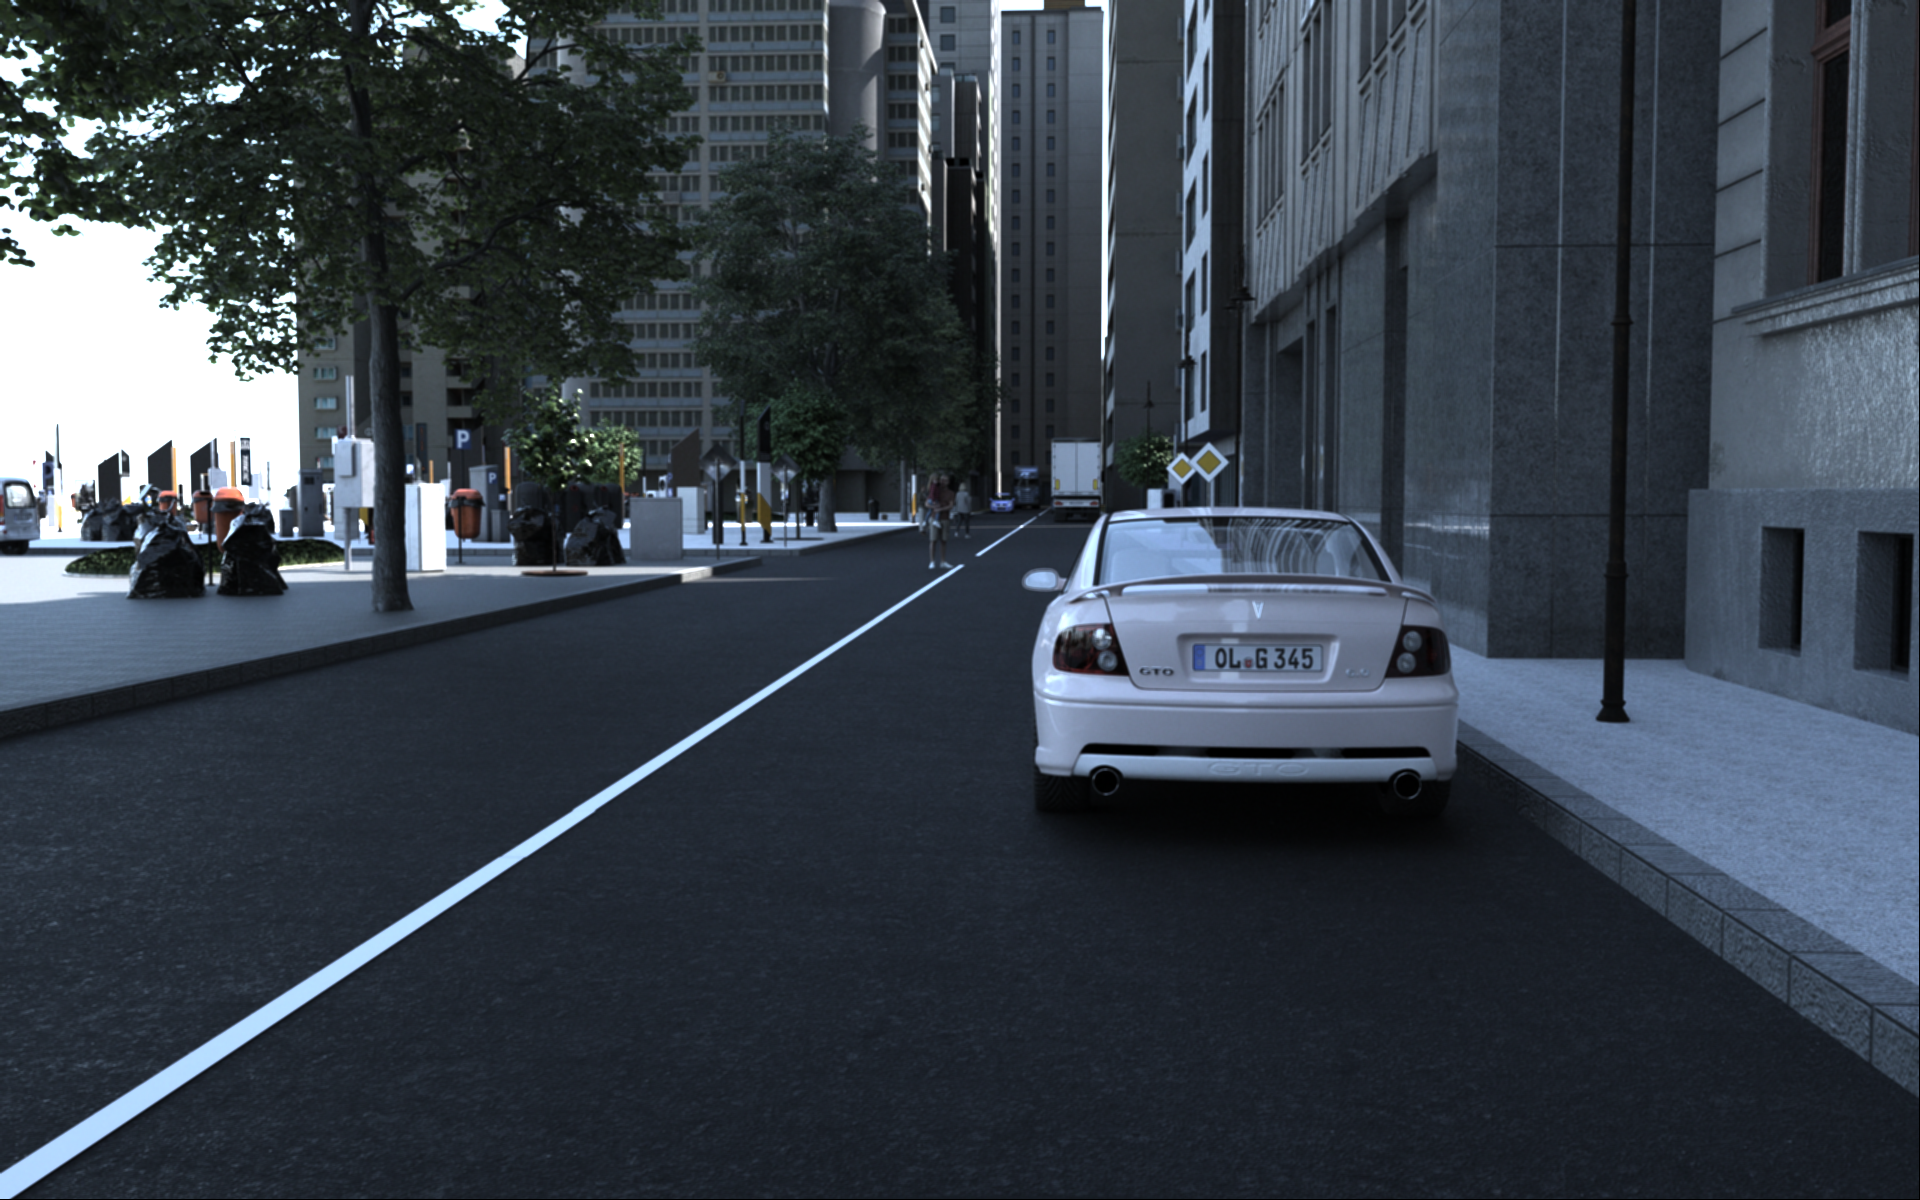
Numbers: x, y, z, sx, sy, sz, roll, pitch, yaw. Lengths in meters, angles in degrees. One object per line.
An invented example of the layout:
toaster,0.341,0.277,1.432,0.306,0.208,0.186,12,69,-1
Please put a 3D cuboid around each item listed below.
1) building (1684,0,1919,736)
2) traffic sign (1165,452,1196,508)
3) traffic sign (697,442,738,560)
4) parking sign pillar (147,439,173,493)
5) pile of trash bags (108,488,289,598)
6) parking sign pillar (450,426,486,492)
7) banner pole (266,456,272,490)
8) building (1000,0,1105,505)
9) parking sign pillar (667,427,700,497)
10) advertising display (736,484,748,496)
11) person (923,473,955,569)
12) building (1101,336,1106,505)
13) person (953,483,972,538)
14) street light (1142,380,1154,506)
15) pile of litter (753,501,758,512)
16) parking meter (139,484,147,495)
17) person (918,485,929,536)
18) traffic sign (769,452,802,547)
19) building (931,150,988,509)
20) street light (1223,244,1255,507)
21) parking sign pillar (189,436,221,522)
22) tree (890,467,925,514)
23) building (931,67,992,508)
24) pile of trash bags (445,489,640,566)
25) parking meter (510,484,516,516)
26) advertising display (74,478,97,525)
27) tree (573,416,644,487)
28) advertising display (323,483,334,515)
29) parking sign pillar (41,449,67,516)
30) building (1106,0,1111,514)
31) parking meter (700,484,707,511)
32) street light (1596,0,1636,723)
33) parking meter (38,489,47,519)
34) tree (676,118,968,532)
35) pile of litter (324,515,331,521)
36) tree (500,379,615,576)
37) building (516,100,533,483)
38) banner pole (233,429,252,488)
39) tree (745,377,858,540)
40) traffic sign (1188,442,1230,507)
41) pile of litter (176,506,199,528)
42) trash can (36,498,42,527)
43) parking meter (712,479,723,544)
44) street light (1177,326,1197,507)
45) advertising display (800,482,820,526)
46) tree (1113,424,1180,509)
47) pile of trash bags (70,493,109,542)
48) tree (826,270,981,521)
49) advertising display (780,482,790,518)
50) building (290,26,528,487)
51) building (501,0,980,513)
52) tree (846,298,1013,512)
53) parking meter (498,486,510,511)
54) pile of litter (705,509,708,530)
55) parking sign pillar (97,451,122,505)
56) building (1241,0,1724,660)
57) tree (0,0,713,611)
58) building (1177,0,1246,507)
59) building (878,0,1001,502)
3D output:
building,10.790,-13.024,0.334,14.401,28.519,23.554,0,4,4
traffic sign,5.264,-2.291,41.093,0.795,2.450,0.064,0,4,4
traffic sign,-4.724,-1.842,33.754,0.795,2.450,0.064,0,4,4
parking sign pillar,-38.885,-5.868,84.407,1.447,3.967,1.447,0,4,5
pile of trash bags,-9.902,-0.811,23.016,1.912,1.369,3.447,-1,4,-16
parking sign pillar,-19.462,-4.898,68.560,1.447,3.967,1.447,0,4,5
banner pole,-45.135,-7.536,113.225,0.401,3.779,0.863,0,4,3
building,3.054,-40.838,209.700,28.212,58.520,21.231,0,4,4
parking sign pillar,-11.098,-4.957,69.520,1.447,3.967,1.447,-3,5,-43
advertising display,-13.350,-6.169,106.080,0.974,1.923,0.123,3,5,44
person,-0.423,-1.526,33.429,0.573,1.828,0.580,2,4,33
building,32.079,-22.448,212.057,28.899,21.520,27.650,0,4,4
person,0.028,-2.898,56.070,0.709,1.800,0.728,2,4,35
street light,7.649,-5.969,70.376,0.468,5.910,1.993,0,4,4
pile of litter,-13.957,-6.223,115.705,1.719,0.858,1.176,1,4,10
parking meter,-45.359,-5.532,96.154,0.255,1.863,0.399,1,4,18
person,-1.248,-3.106,59.825,0.362,1.759,0.519,1,4,21
traffic sign,-4.210,-2.329,41.723,0.795,2.450,0.064,0,4,4
building,-4.983,-23.058,148.703,14.160,30.474,14.107,0,4,4
street light,5.173,-3.638,32.261,0.468,5.910,1.993,0,4,4
parking sign pillar,-35.344,-5.668,81.138,1.447,3.967,1.447,0,4,0
tree,-3.201,-9.823,110.970,4.360,8.622,3.978,0,3,0
building,-4.368,-29.297,162.597,14.154,41.232,14.086,0,4,4
pile of trash bags,-7.819,-1.351,31.844,3.447,1.369,1.912,1,4,15
parking meter,-26.109,-5.843,101.237,0.255,1.863,0.399,-3,4,-37
advertising display,-36.267,-4.075,71.834,0.974,1.923,0.123,1,4,14
tree,-14.848,-5.468,73.115,4.285,4.588,4.351,0,3,0
advertising display,-37.535,-5.985,103.068,0.123,1.923,0.974,2,4,33
parking sign pillar,-54.369,-7.052,103.765,1.447,3.967,1.447,1,4,22
building,19.460,-29.161,100.490,21.300,48.544,21.600,0,4,4
parking meter,-15.074,-5.876,101.784,0.255,1.863,0.399,2,4,32
street light,3.693,-2.253,9.620,0.468,5.910,1.993,0,4,4
parking meter,-47.283,-4.942,89.209,0.372,1.533,0.369,0,3,0
tree,-4.573,-9.244,57.799,9.857,13.997,8.962,0,3,0
pile of litter,-30.043,-4.146,81.755,1.176,0.858,1.719,-1,4,-18
tree,-6.297,-2.006,27.397,1.663,3.219,1.824,0,3,0
building,-31.187,-32.317,183.008,28.867,44.769,22.147,0,4,4
banner pole,-27.580,-4.679,66.525,0.401,3.779,0.863,3,5,41
tree,-4.489,-3.976,48.716,4.285,4.588,4.351,0,3,0
traffic sign,4.749,-1.803,33.125,0.795,2.450,0.064,0,4,4
pile of litter,-29.290,-3.135,65.225,1.719,0.858,1.176,2,4,31
trash can,-34.713,-3.248,64.756,0.748,1.137,0.748,0,3,0
parking meter,-6.209,-2.364,44.370,0.255,1.863,0.399,-1,4,-12
street light,6.243,-4.587,47.789,0.468,5.910,1.993,0,4,4
advertising display,-5.969,-3.890,68.815,0.123,1.923,0.974,3,5,43
tree,8.807,-5.953,81.039,4.285,4.588,4.351,0,3,0
pile of trash bags,-22.394,-2.339,47.991,1.912,1.369,3.447,3,5,44
tree,-3.049,-10.058,82.582,7.486,12.596,7.792,0,3,0
advertising display,-9.463,-5.419,93.822,0.123,1.923,0.974,-2,4,-31
building,-56.325,-34.341,185.180,21.600,48.544,21.300,0,4,4
building,-14.918,-26.787,129.854,32.217,40.220,23.993,0,4,4
tree,-1.761,-11.192,99.992,9.611,12.733,9.660,0,3,0
parking meter,-12.771,-2.447,48.412,0.372,1.533,0.369,0,3,0
pile of litter,-9.478,-2.910,61.547,1.176,0.858,1.719,1,4,10
parking sign pillar,-52.962,-7.302,107.857,1.447,3.967,1.447,-1,4,-13
building,10.748,-12.492,22.274,12.078,24.808,19.932,0,4,4
tree,-6.744,-6.160,18.835,7.486,12.596,7.792,0,3,0
building,13.305,-16.773,45.943,14.107,30.474,14.160,0,4,4
building,-6.387,-45.505,182.251,20.611,71.187,20.563,0,4,4
